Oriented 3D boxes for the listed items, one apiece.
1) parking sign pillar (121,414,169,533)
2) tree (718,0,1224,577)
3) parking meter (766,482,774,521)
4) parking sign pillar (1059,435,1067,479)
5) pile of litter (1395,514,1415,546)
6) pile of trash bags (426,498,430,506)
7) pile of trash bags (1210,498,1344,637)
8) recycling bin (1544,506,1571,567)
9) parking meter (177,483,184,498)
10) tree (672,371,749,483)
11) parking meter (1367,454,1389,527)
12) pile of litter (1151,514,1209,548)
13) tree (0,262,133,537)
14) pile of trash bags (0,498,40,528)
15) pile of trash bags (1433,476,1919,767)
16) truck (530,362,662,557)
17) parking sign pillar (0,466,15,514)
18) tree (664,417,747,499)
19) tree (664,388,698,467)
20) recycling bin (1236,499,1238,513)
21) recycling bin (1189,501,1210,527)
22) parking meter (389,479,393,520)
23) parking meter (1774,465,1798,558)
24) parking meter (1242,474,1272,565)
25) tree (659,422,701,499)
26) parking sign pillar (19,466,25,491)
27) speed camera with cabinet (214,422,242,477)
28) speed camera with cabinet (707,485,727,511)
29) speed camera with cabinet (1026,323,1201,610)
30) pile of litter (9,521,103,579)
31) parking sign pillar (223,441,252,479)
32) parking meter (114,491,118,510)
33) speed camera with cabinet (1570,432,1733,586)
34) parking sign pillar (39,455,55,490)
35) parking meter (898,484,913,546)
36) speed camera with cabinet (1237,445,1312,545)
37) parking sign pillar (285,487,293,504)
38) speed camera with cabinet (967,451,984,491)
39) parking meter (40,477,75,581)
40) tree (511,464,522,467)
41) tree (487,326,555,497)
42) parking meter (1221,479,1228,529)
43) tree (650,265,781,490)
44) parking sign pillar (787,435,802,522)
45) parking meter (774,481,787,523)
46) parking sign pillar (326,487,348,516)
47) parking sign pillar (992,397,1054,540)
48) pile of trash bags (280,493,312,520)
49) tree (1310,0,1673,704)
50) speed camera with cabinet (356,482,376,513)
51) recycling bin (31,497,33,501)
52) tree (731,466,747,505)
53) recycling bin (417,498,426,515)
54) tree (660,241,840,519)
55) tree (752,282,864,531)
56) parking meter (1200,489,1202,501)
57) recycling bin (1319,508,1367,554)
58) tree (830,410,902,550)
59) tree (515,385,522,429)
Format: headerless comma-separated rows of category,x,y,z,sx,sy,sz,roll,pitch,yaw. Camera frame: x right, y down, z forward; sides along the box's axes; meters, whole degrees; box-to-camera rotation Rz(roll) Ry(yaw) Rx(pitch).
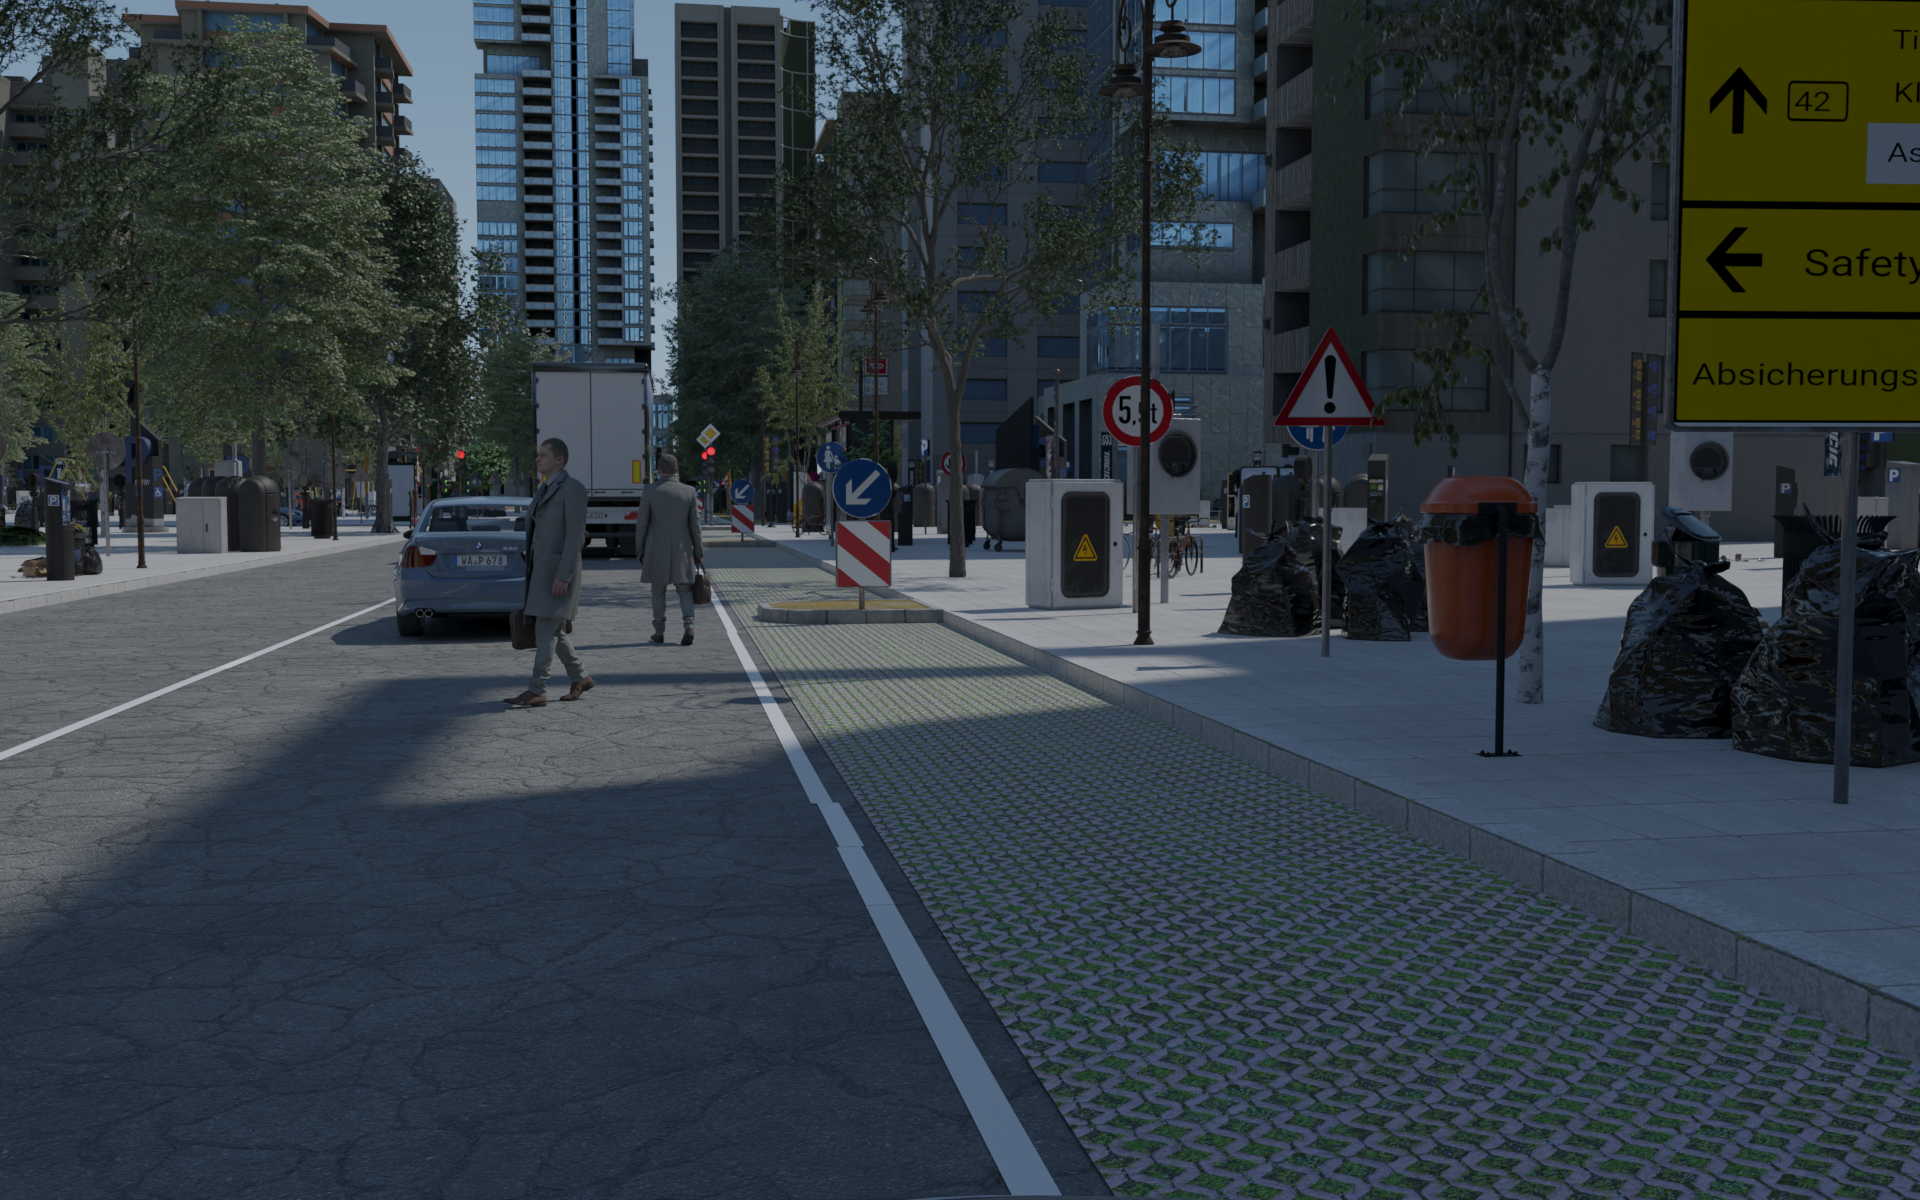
parking sign pillar,-27.292,-4.247,57.911,1.447,3.967,1.447,2,4,24
tree,0.113,-5.649,26.776,8.767,10.594,7.601,1,4,21
parking meter,-8.859,-4.609,81.075,0.399,1.863,0.255,3,5,39
parking sign pillar,3.029,-4.340,59.433,1.447,3.967,1.447,3,5,42
pile of litter,9.739,-1.405,36.942,1.176,0.858,1.719,3,4,39
pile of trash bags,-37.809,-6.750,120.118,3.447,1.369,1.912,-1,4,-13
pile of trash bags,4.059,-0.421,16.637,1.912,1.369,3.447,3,5,41
recycling bin,10.703,-1.105,30.616,0.722,1.027,0.722,2,4,25
parking meter,-41.206,-5.256,91.652,0.399,1.863,0.255,-2,4,-26
tree,-22.571,-14.665,157.895,7.486,12.596,7.792,0,3,0
parking meter,6.054,-1.188,25.132,0.255,1.863,0.399,1,4,21
pile of litter,5.207,-1.717,42.035,1.176,0.858,1.719,-3,5,-40
tree,-25.972,-6.202,51.769,4.737,8.622,4.395,0,3,0
pile of trash bags,-35.906,-3.325,64.112,3.447,1.369,1.912,-1,4,-12
pile of trash bags,3.994,0.051,8.927,3.447,1.369,1.912,-1,4,-10
truck,-8.762,-3.273,42.430,2.839,4.237,11.283,-1,4,-9
parking sign pillar,-61.279,-7.471,110.625,1.447,3.967,1.447,-1,4,-15
tree,-27.727,-16.537,187.380,9.611,12.733,9.660,0,3,0
tree,-24.652,-14.769,167.232,9.928,11.665,9.643,0,3,0
recycling bin,12.893,-4.254,82.100,0.722,1.027,0.722,2,4,23
recycling bin,9.288,-3.353,67.373,0.722,1.027,0.722,0,4,-5
parking meter,-22.017,-3.726,66.632,0.255,1.863,0.399,0,4,2
parking meter,16.600,-1.779,34.804,0.399,1.863,0.255,2,4,28
parking meter,3.854,-0.860,22.478,0.372,1.533,0.369,0,3,0
tree,-32.780,-18.817,218.029,12.009,13.543,11.850,0,3,0
parking sign pillar,-74.447,-9.101,137.278,1.447,3.967,1.447,-1,4,-19
speed camera with cabinet,-20.266,-3.309,48.438,0.660,3.252,2.038,0,4,-7
speed camera with cabinet,-18.031,-8.336,130.629,2.038,3.252,0.660,-1,4,-19
speed camera with cabinet,1.758,-1.552,19.710,2.038,3.252,0.660,-2,4,-29
pile of litter,-14.176,-0.804,27.105,1.176,0.858,1.719,1,4,19
parking sign pillar,-36.725,-6.092,88.084,1.447,3.967,1.447,3,5,43
parking meter,-68.662,-8.114,141.066,0.372,1.533,0.369,0,3,0
speed camera with cabinet,9.678,-1.829,24.240,2.038,3.252,0.660,0,4,1
parking sign pillar,-62.083,-7.931,118.143,1.447,3.967,1.447,-1,4,-13
parking meter,-1.361,-2.119,43.055,0.372,1.533,0.369,0,3,0
speed camera with cabinet,7.660,-2.922,42.107,0.660,3.252,2.038,-2,4,-35
parking sign pillar,-45.949,-8.025,119.685,1.447,3.967,1.447,-1,4,-23
speed camera with cabinet,1.390,-5.237,79.956,2.038,3.252,0.660,-1,4,-12
parking meter,-13.363,-1.057,25.690,0.372,1.533,0.369,0,3,0
tree,-34.856,-12.784,143.425,7.601,10.594,8.767,1,4,10
tree,-30.216,-12.167,117.058,7.486,12.596,7.792,0,3,0
parking meter,9.744,-3.520,63.262,0.399,1.863,0.255,1,4,23
tree,-19.481,-17.477,141.633,12.611,20.169,13.585,0,3,0
parking sign pillar,-7.683,-5.570,79.548,1.447,3.967,1.447,-1,4,-12
parking meter,-7.901,-4.347,76.780,0.399,1.863,0.255,2,4,35
parking sign pillar,-35.956,-6.790,99.489,1.447,3.967,1.447,-3,5,-44
parking sign pillar,1.620,-3.686,48.733,1.447,3.967,1.447,3,5,43
pile of trash bags,-38.595,-5.381,97.732,3.447,1.369,1.912,-3,5,-45
tree,3.694,-3.681,10.555,4.360,8.622,3.978,0,3,0
speed camera with cabinet,-39.598,-7.441,116.003,0.660,3.252,2.038,1,4,14
recycling bin,-70.117,-7.223,130.649,0.722,1.027,0.722,-1,4,-11
tree,-14.092,-7.006,109.148,1.663,3.219,1.824,0,3,0
recycling bin,-32.911,-5.684,105.482,0.722,1.027,0.722,-1,4,-10
tree,-10.228,-11.043,87.204,9.857,13.997,8.962,0,3,0
tree,-5.348,-6.680,59.580,4.737,8.622,4.395,0,3,0
parking meter,11.701,-4.685,85.012,0.372,1.533,0.369,0,3,0
recycling bin,7.068,-1.180,31.846,0.722,1.027,0.722,-2,4,-28
tree,-1.912,-2.765,39.806,1.663,3.219,1.824,0,3,0
tree,-36.679,-15.018,155.914,12.009,13.543,11.850,0,3,0
